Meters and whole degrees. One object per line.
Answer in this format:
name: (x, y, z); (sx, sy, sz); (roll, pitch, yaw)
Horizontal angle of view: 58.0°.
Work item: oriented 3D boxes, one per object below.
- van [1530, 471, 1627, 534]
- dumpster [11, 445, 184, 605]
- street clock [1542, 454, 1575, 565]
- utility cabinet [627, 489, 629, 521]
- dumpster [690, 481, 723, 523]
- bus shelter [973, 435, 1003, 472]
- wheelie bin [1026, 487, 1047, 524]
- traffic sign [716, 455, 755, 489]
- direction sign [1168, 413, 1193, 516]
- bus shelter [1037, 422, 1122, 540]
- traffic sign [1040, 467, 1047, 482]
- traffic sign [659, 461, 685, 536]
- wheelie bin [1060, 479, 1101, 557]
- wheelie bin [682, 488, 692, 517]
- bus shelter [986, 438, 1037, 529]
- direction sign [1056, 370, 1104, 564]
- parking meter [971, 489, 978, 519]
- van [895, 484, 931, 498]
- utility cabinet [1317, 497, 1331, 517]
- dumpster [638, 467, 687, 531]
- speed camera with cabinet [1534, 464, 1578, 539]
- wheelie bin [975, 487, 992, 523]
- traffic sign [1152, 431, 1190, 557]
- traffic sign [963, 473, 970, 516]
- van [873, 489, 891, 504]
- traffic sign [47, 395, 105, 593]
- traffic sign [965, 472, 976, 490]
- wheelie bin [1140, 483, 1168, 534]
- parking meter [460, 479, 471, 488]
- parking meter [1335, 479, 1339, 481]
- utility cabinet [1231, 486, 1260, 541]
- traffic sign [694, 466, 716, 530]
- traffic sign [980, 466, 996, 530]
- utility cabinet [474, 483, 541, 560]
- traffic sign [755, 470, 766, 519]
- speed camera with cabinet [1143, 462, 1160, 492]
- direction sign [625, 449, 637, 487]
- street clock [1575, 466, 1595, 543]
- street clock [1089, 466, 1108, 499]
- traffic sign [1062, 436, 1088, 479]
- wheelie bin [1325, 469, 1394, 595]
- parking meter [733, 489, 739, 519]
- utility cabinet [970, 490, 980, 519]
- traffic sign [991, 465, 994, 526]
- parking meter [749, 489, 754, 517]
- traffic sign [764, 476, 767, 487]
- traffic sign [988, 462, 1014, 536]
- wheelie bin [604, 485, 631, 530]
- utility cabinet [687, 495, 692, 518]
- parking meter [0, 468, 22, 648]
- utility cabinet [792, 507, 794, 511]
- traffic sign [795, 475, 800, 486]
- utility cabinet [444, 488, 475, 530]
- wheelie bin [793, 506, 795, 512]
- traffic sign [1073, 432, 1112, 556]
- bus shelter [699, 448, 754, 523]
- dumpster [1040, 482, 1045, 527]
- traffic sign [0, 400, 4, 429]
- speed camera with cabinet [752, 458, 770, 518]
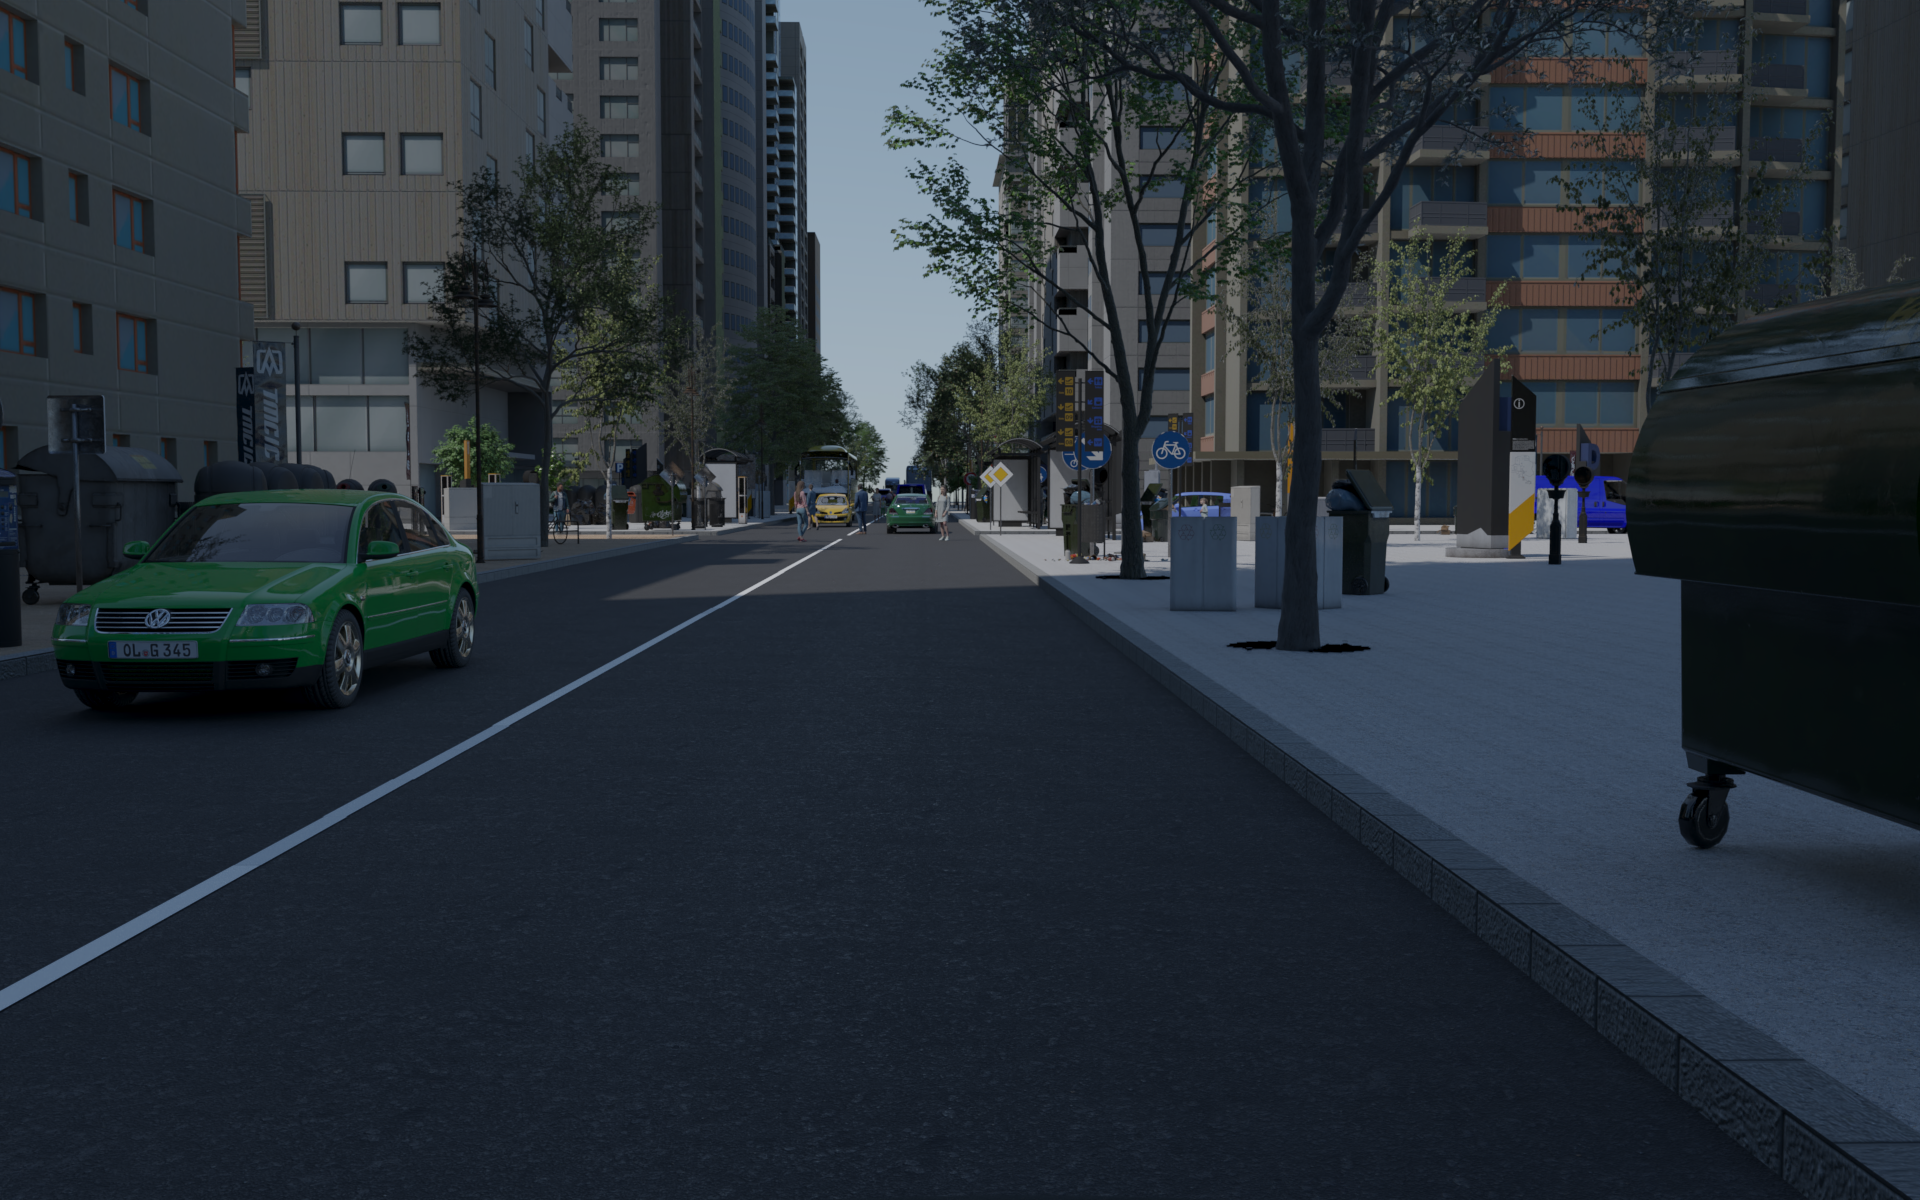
van: (20.548, -3.265, 57.761); (5.245, 2.365, 2.240); (0, 4, -2)
dumpster: (-10.264, -0.912, 20.674); (1.264, 1.857, 1.865); (0, 4, -1)
street clock: (10.836, -1.646, 31.487); (0.471, 2.002, 0.358); (2, 4, 33)
utility cabinet: (-16.149, -4.444, 81.338); (1.173, 1.500, 0.318); (-1, 4, -22)
dumpster: (-10.948, -4.220, 74.750); (1.264, 1.857, 1.865); (0, 4, -1)
bus shelter: (1.943, -8.408, 115.099); (2.179, 5.291, 8.768); (0, 4, -1)
wheelie bin: (3.227, -4.046, 74.065); (0.980, 1.594, 0.693); (0, 4, -7)
traffic sign: (-11.657, -5.823, 89.080); (2.265, 3.308, 0.079); (0, 4, 0)
direction sign: (6.162, -3.454, 48.474); (0.379, 3.537, 0.876); (-3, 5, -44)
bus shelter: (3.505, -3.447, 50.282); (2.014, 3.302, 5.546); (0, 4, -1)
traffic sign: (3.592, -4.850, 79.396); (0.768, 2.556, 0.104); (0, 4, 1)
traffic sign: (-8.839, -3.034, 53.254); (0.795, 2.450, 0.064); (0, 4, -1)
wheelie bin: (2.469, -1.692, 35.567); (0.693, 1.594, 0.980); (-2, 4, -26)
wheelie bin: (-14.928, -5.341, 95.240); (0.980, 1.594, 0.693); (2, 4, 27)
bus shelter: (2.086, -4.348, 65.011); (2.014, 3.302, 5.546); (0, 4, -1)
direction sign: (2.201, -2.437, 31.837); (0.876, 3.537, 0.379); (0, 4, -3)
parking meter: (0.720, -4.837, 87.499); (0.372, 1.533, 0.369); (0, 3, 0)
van: (-2.924, -6.246, 106.502); (2.240, 2.365, 5.245); (0, 4, 0)
utility cabinet: (22.705, -5.974, 108.839); (1.020, 1.237, 0.306); (0, 4, 5)
dumpster: (-10.524, -3.595, 61.265); (1.502, 2.255, 1.985); (0, 4, -1)
speed camera with cabinet: (16.739, -3.396, 49.862); (0.660, 3.252, 2.038); (-3, 4, -38)
wheelie bin: (1.115, -4.276, 77.817); (0.693, 1.594, 0.980); (-2, 4, -25)
traffic sign: (4.254, -2.136, 35.036); (0.768, 2.556, 0.104); (0, 4, 4)
traffic sign: (0.586, -6.244, 102.198); (0.768, 2.556, 0.104); (0, 4, 0)
van: (-8.752, -11.799, 197.298); (2.240, 2.365, 5.245); (0, 4, -1)
traffic sign: (-9.153, -0.968, 17.961); (0.606, 2.300, 0.079); (0, 4, 3)
traffic sign: (0.651, -6.176, 101.076); (0.768, 2.556, 0.104); (0, 4, 3)
wheelie bin: (5.603, -2.560, 49.766); (0.693, 1.594, 0.980); (-2, 4, -29)
parking meter: (-18.643, -3.645, 65.307); (0.399, 1.863, 0.255); (2, 4, 35)
parking meter: (14.898, -3.800, 67.844); (0.399, 1.863, 0.255); (3, 5, 40)
utility cabinet: (7.817, -2.378, 47.554); (0.318, 1.500, 1.173); (-1, 4, -18)
traffic sign: (-9.009, -3.523, 61.237); (0.795, 2.450, 0.064); (0, 4, -1)
traffic sign: (1.083, -3.534, 61.431); (0.795, 2.450, 0.064); (0, 4, -1)
utility cabinet: (-8.755, -1.527, 33.641); (1.173, 1.500, 0.318); (-3, 5, -40)
traffic sign: (-10.502, -5.530, 90.519); (0.768, 2.556, 0.104); (0, 4, 4)
speed camera with cabinet: (7.423, -4.445, 67.011); (0.660, 3.252, 2.038); (0, 4, 8)
direction sign: (-16.396, -5.776, 86.440); (0.876, 3.537, 0.379); (3, 5, 42)
street clock: (16.253, -2.482, 45.147); (0.471, 2.002, 0.358); (2, 4, 35)
street clock: (3.597, -2.473, 45.006); (0.471, 2.002, 0.358); (-1, 4, -12)
traffic sign: (2.611, -2.315, 37.957); (0.768, 2.556, 0.104); (0, 4, -1)
wheelie bin: (5.091, -0.875, 22.212); (0.693, 1.594, 0.980); (3, 5, 40)
parking meter: (-11.586, -4.987, 89.946); (0.372, 1.533, 0.369); (0, 3, 0)
utility cabinet: (0.895, -4.879, 88.453); (0.318, 1.500, 1.173); (-2, 4, -28)
traffic sign: (1.362, -4.288, 70.120); (0.884, 2.594, 0.081); (0, 4, 6)
parking meter: (-11.897, -5.685, 98.657); (0.399, 1.863, 0.255); (3, 5, 42)
traffic sign: (-10.997, -5.743, 96.023); (0.606, 2.300, 0.079); (0, 4, 4)
traffic sign: (1.254, -3.046, 53.448); (0.795, 2.450, 0.064); (0, 4, -1)
wheelie bin: (-12.287, -3.305, 61.948); (0.980, 1.594, 0.693); (-2, 4, -35)
utility cabinet: (-14.091, -4.981, 92.607); (1.020, 1.237, 0.306); (-1, 4, -18)
parking meter: (-8.114, -0.375, 14.548); (0.372, 1.533, 0.369); (0, 3, 0)
utility cabinet: (-12.131, -7.350, 128.858); (0.318, 1.500, 1.173); (1, 4, 23)
traffic sign: (-10.596, -6.937, 113.521); (0.768, 2.556, 0.104); (0, 4, 7)
utility cabinet: (-17.463, -3.173, 60.563); (0.318, 1.500, 1.173); (3, 4, 37)
wheelie bin: (-11.857, -7.275, 126.857); (0.980, 1.594, 0.693); (-1, 4, -12)
traffic sign: (2.653, -2.120, 34.761); (0.768, 2.556, 0.104); (0, 4, 4)
bus shelter: (-10.692, -5.210, 79.103); (2.014, 3.302, 5.546); (0, 4, -1)
dumpster: (2.725, -3.871, 69.044); (1.264, 1.857, 1.865); (0, 4, -1)
traffic sign: (-10.943, -1.164, 19.133); (0.768, 2.556, 0.104); (0, 4, 0)
speed camera with cabinet: (-10.854, -6.124, 94.458); (0.660, 3.252, 2.038); (-1, 4, -20)
